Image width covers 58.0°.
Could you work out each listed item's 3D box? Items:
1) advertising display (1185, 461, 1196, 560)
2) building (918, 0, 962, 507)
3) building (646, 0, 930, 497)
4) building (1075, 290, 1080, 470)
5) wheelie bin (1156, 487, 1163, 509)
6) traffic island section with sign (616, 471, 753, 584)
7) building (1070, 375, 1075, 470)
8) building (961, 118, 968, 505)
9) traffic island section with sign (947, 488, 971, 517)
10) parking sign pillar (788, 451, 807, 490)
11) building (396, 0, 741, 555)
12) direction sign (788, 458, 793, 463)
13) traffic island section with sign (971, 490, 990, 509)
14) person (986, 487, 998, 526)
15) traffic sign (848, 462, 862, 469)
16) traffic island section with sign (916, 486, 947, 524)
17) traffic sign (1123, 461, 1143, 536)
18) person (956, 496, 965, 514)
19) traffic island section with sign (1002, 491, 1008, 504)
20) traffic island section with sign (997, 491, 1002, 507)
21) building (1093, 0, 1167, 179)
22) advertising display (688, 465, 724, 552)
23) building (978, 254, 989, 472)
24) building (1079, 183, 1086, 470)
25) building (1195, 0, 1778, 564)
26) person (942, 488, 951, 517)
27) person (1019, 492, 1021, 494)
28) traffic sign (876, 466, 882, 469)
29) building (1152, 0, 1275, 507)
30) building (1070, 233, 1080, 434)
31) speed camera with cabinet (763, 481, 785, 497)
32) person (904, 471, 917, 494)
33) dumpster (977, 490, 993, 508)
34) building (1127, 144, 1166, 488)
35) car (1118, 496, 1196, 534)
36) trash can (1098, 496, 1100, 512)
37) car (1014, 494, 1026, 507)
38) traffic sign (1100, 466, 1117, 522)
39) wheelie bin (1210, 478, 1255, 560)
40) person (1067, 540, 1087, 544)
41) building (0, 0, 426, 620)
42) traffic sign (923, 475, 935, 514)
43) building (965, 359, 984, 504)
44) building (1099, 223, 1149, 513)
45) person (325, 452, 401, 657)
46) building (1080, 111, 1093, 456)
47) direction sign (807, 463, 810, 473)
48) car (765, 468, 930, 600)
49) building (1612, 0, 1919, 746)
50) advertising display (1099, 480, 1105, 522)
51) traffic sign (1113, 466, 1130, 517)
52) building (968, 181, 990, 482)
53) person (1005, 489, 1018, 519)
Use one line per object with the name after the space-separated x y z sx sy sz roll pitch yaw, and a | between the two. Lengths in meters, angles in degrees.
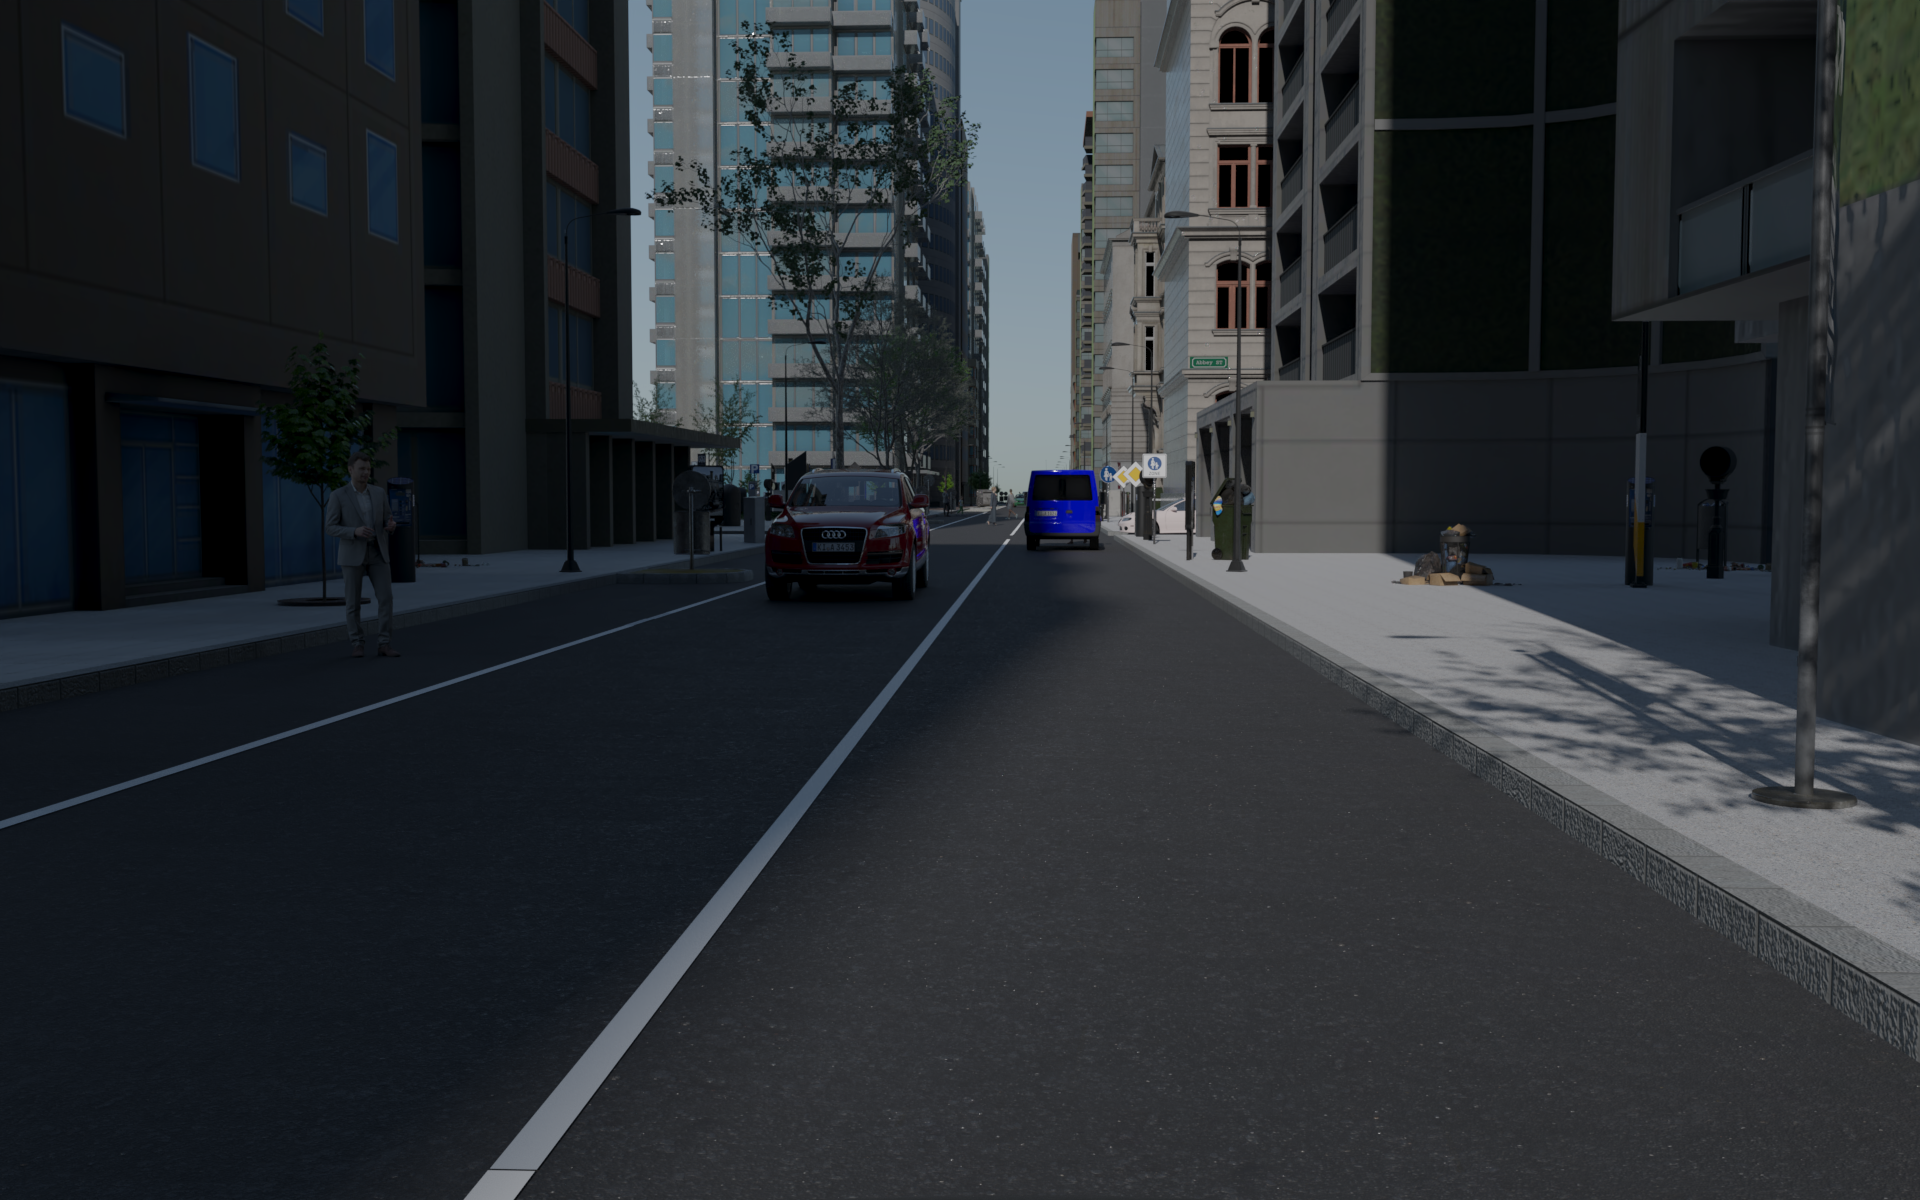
4.498 -1.752 33.854 0.123 1.923 0.974 1 4 12 | advertising display
-11.082 -39.086 181.053 21.231 58.520 28.212 0 4 3 | building
-14.228 -32.573 152.181 23.786 49.044 30.456 0 4 3 | building
23.250 -28.892 244.087 14.160 30.474 14.107 0 4 3 | building
8.815 -4.315 78.457 0.980 1.594 0.693 0 4 -5 | wheelie bin
-4.489 -1.226 28.667 1.989 1.847 2.006 0 4 3 | traffic island section with sign
30.951 -25.715 265.476 27.650 21.520 28.899 0 4 3 | building
-6.301 -33.798 202.703 14.600 45.320 14.200 0 4 3 | building
-0.495 -6.269 111.126 1.989 1.847 2.006 0 4 3 | traffic island section with sign
-10.207 -7.287 107.620 1.447 3.967 1.447 -1 4 -21 | parking sign pillar
-21.758 -23.735 42.694 28.867 44.769 22.147 0 4 3 | building
-10.461 -7.167 109.182 0.876 3.537 0.379 -3 5 -42 | direction sign
1.914 -9.318 160.984 1.989 1.847 2.006 0 4 3 | traffic island section with sign
1.476 -4.270 78.738 0.534 1.772 0.576 -1 4 -15 | person
-3.253 -3.051 53.525 0.795 2.450 0.064 0 4 3 | traffic sign
-1.795 -4.618 84.135 1.989 1.847 2.006 0 4 3 | traffic island section with sign
5.380 -3.024 53.088 0.795 2.450 0.064 0 4 3 | traffic sign
0.043 -6.229 114.586 0.590 1.304 0.306 1 4 19 | person
5.909 -14.346 243.184 1.989 1.847 2.006 0 4 3 | traffic island section with sign
3.255 -10.997 188.431 1.989 1.847 2.006 0 4 3 | traffic island section with sign
18.143 -28.289 146.127 14.154 41.232 14.086 0 4 3 | building
-5.633 -2.035 38.488 0.123 1.923 0.974 3 4 39 | advertising display
-2.370 -36.939 287.542 14.154 41.232 14.086 0 4 3 | building
22.902 -33.400 229.689 14.154 41.232 14.086 0 4 3 | building
16.815 -36.770 39.441 20.563 71.187 20.611 0 4 3 | building
-0.856 -6.172 109.600 0.592 1.802 0.473 -3 4 -38 | person
8.601 -14.598 247.625 0.683 1.767 0.568 2 4 28 | person
-2.866 -3.539 61.501 0.795 2.450 0.064 0 4 3 | traffic sign
19.506 -17.123 67.346 23.554 28.519 14.401 0 4 3 | building
25.374 -38.956 287.033 14.600 45.320 14.200 0 4 3 | building
-12.796 -7.787 121.653 2.038 3.252 0.660 1 4 19 | speed camera with cabinet
-0.912 -1.276 29.463 0.850 1.850 0.679 -2 4 -30 | person
2.531 -9.758 167.763 1.865 1.857 1.264 0 4 2 | dumpster
16.946 -17.126 99.089 14.460 24.649 34.723 0 4 3 | building
7.675 -2.772 57.684 4.827 1.381 2.083 0 4 3 | car
9.348 -6.340 115.319 0.748 1.137 0.748 0 3 0 | trash can
6.696 -10.762 187.751 2.131 1.459 4.920 0 4 4 | car
6.727 -4.798 78.553 0.768 2.556 0.104 0 4 6 | traffic sign
5.332 -1.580 33.746 0.693 1.594 0.980 3 4 37 | wheelie bin
3.306 -2.515 49.712 0.616 1.811 0.778 3 5 43 | person
-15.977 -22.649 20.415 14.600 45.320 14.200 0 4 3 | building
-2.045 -6.945 113.650 0.768 2.556 0.104 1 4 10 | traffic sign
-11.044 -23.932 236.321 27.650 21.520 28.899 0 4 3 | building
15.312 -16.935 126.042 9.793 20.994 18.267 0 4 3 | building
-5.201 -0.397 15.190 0.583 1.804 0.606 3 5 44 | person
24.855 -33.089 195.622 22.147 44.769 28.867 0 4 3 | building
-11.223 -8.339 128.335 0.379 3.537 0.876 1 4 10 | direction sign
-1.550 -1.010 25.190 2.281 1.827 5.304 0 4 2 | car
12.033 -19.978 10.231 14.154 41.232 14.086 0 4 3 | building
6.655 -4.656 81.340 0.123 1.923 0.974 0 4 -4 | advertising display
5.767 -3.512 61.063 0.795 2.450 0.064 0 4 3 | traffic sign
-7.437 -39.471 264.964 23.786 49.044 30.456 0 4 3 | building
2.955 -5.497 99.121 0.760 1.731 0.466 1 4 18 | person
